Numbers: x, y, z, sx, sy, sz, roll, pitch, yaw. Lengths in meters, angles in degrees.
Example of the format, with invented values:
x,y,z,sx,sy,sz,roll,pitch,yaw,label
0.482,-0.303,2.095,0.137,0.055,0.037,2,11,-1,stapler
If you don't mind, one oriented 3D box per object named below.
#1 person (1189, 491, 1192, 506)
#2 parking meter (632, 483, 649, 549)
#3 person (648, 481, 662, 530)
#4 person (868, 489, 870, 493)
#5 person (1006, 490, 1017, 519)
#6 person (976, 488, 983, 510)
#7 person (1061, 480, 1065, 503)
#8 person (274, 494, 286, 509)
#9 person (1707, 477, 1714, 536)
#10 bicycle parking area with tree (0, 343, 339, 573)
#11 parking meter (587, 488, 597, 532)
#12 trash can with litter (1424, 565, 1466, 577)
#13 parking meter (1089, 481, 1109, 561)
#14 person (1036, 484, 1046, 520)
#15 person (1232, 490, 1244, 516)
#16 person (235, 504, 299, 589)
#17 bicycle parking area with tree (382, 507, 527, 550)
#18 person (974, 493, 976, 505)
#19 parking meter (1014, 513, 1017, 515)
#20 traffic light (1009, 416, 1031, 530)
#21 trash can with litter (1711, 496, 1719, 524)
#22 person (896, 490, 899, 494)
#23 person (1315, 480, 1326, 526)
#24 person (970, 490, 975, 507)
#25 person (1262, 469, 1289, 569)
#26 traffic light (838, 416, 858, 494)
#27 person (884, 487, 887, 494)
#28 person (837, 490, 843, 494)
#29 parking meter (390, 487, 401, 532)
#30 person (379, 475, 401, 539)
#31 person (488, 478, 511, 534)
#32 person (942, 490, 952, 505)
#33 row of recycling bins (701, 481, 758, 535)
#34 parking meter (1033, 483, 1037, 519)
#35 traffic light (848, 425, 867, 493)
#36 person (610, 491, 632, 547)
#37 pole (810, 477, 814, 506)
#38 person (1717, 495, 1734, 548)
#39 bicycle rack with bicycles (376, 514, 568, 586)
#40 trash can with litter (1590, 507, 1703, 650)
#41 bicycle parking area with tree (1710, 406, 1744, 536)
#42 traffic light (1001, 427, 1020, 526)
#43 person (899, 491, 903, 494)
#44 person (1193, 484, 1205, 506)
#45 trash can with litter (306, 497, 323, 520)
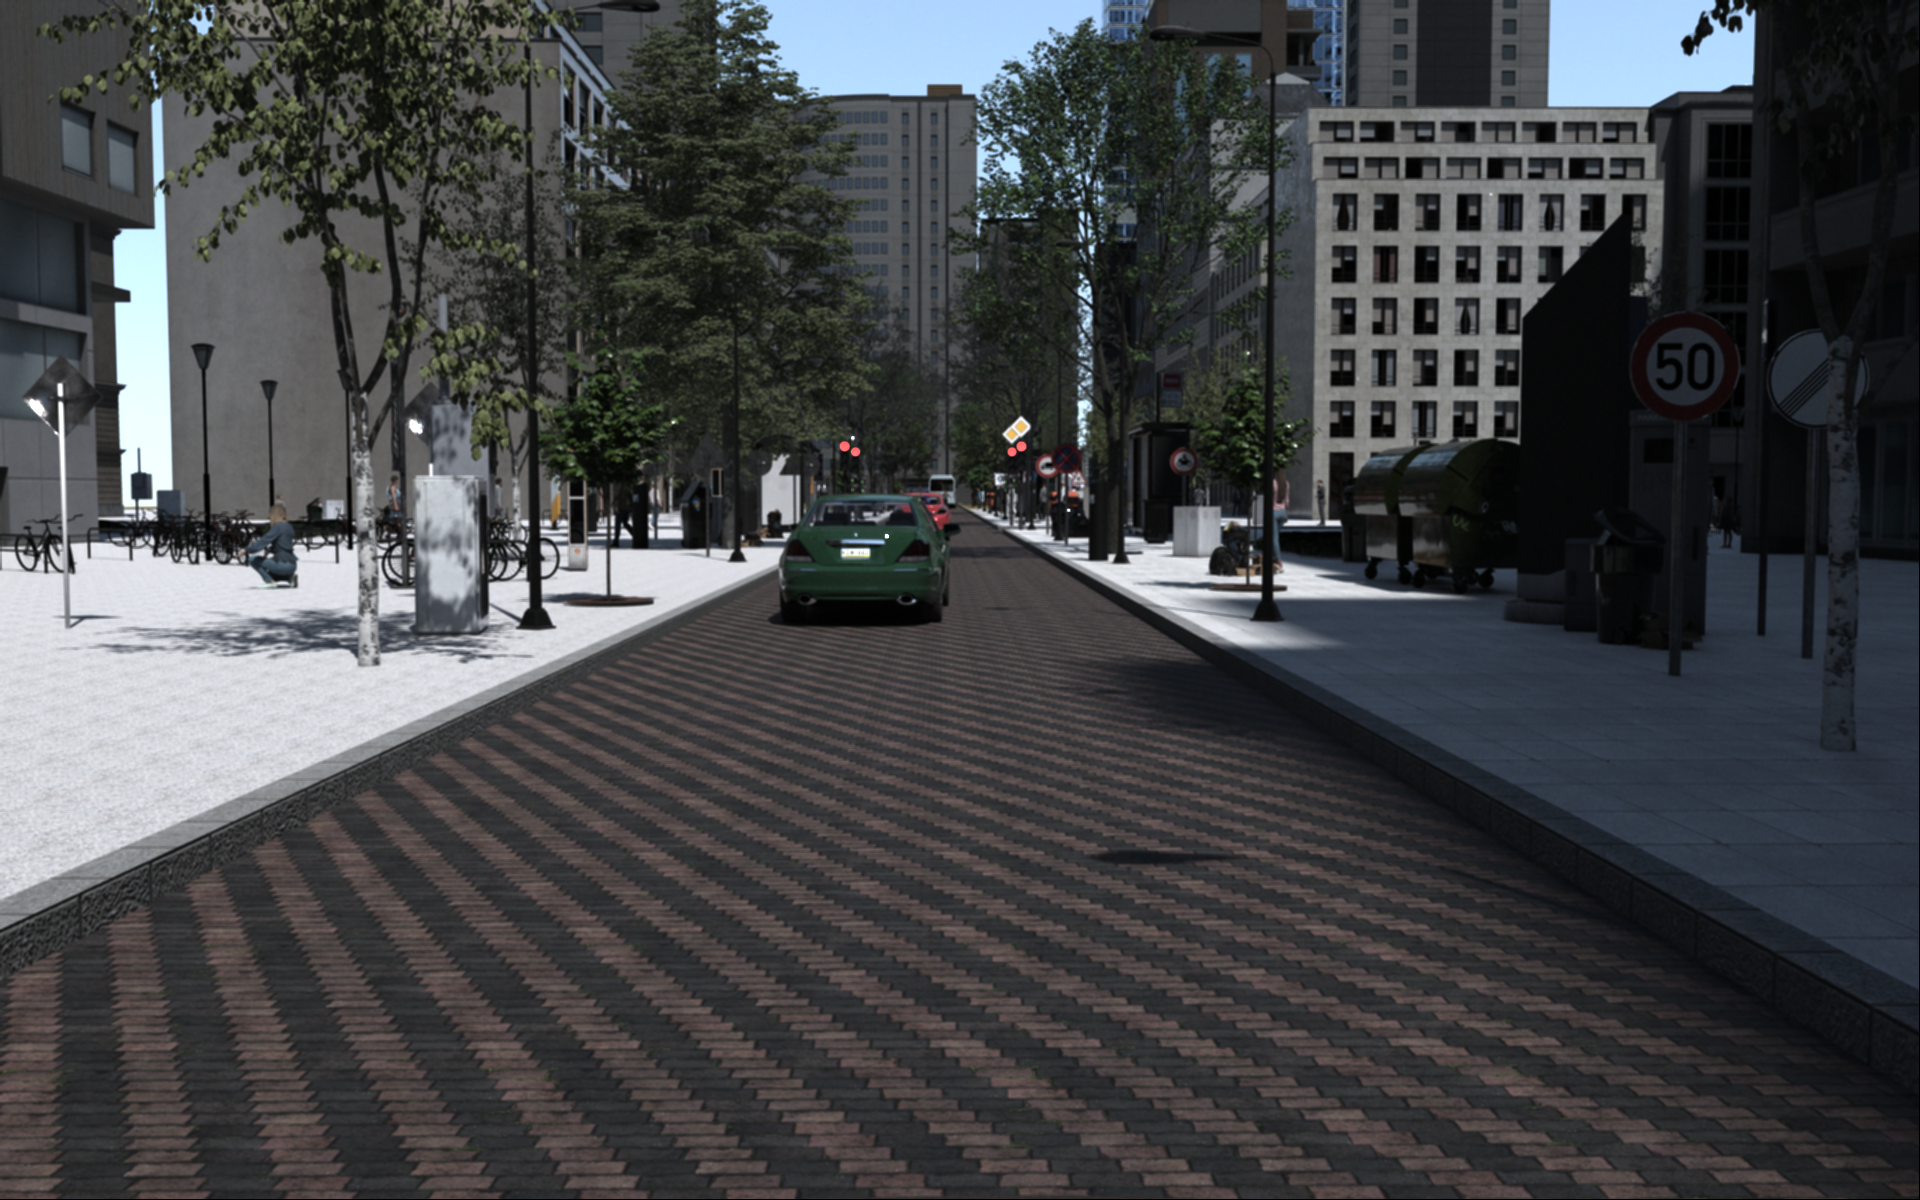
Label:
x,y,z,sx,sy,sz,roll,pitch,yaw,label
15.707,-6.957,120.146,0.694,1.780,0.624,2,4,29,person
-7.509,-1.972,40.661,0.372,1.533,0.369,0,3,0,parking meter
-10.788,-3.328,61.133,0.731,1.740,0.598,2,4,29,person
-8.485,-9.493,162.061,0.445,1.727,0.742,2,4,27,person
2.690,-5.100,89.302,0.514,1.842,0.818,-1,4,-16,person
1.589,-8.148,139.606,0.444,1.785,0.601,-3,5,-42,person
4.187,-3.917,69.965,0.818,1.842,0.514,-2,4,-26,person
-23.612,-3.043,60.074,0.475,1.303,0.640,0,4,-4,person
22.649,-2.821,52.508,0.601,1.785,0.444,-1,4,-13,person
-16.181,-2.709,31.297,8.231,4.147,9.016,-3,4,-38,bicycle parking area with tree
-12.415,-3.220,58.359,0.255,1.863,0.399,1,4,9,parking meter
7.652,-0.960,27.084,0.624,1.170,1.055,-2,4,-25,trash can with litter
2.675,-1.529,33.412,0.372,1.533,0.369,0,3,0,parking meter
4.077,-4.856,85.621,0.592,1.802,0.473,-2,4,-26,person
16.125,-5.777,100.672,0.721,1.800,0.419,1,4,9,person
-9.401,-0.730,23.477,0.738,1.151,1.012,1,4,13,person
-15.607,-3.358,41.903,9.016,4.147,8.231,-2,4,-27,bicycle parking area with tree
1.786,-12.009,205.647,0.557,1.426,1.065,-1,4,-18,person
3.503,-6.029,106.987,0.372,1.533,0.369,0,3,0,parking meter
2.170,-4.478,62.129,0.839,4.253,0.868,0,4,-1,traffic light
32.577,-3.854,74.068,2.233,1.210,1.678,1,4,20,trash can with litter
-5.741,-9.303,159.624,0.415,1.643,0.593,-2,4,-30,person
14.615,-3.941,70.286,0.447,1.846,0.655,0,4,3,person
1.191,-10.012,170.555,0.721,1.723,1.217,1,4,11,person
5.441,-1.449,29.750,0.555,1.821,0.388,-3,5,-44,person
-4.091,-4.472,62.038,0.839,4.253,0.868,0,4,-1,traffic light
-5.954,-8.184,139.719,0.748,1.841,0.638,1,4,8,person
-6.557,-5.400,94.749,0.576,1.772,0.534,0,4,7,person
-18.883,-3.033,57.996,0.372,1.533,0.369,0,3,0,parking meter
-16.007,-2.616,48.907,0.778,1.811,0.616,-1,4,-19,person
-14.892,-3.021,55.712,0.678,1.792,0.850,3,5,40,person
-1.304,-8.984,155.394,1.348,1.823,0.705,2,4,29,person
-7.542,-2.955,55.434,1.069,1.692,3.534,-3,5,-39,row of recycling bins
3.709,-5.064,88.512,0.399,1.863,0.255,-1,4,-11,parking meter
-4.186,-4.960,70.023,0.839,4.253,0.868,0,4,-1,traffic light
-8.133,-2.200,41.921,0.836,1.842,0.656,0,4,-4,person
-6.528,-5.042,76.287,0.158,3.312,0.155,0,3,0,pole
18.227,-1.868,41.251,0.362,1.253,0.373,-1,4,-15,person
-7.324,-0.741,25.505,2.925,0.926,2.852,-2,4,-33,bicycle rack with bicycles
5.850,-0.201,14.667,0.624,1.170,1.055,-1,4,-21,trash can with litter
27.956,-4.231,56.178,8.231,4.147,9.016,2,4,24,bicycle parking area with tree
2.074,-4.966,70.114,0.839,4.253,0.868,0,4,-1,traffic light
-6.520,-11.244,190.416,0.617,1.759,0.750,1,4,14,person
11.865,-4.865,85.792,0.606,1.804,0.583,1,4,15,person
-23.263,-3.080,61.747,1.055,1.170,0.624,-1,4,-21,trash can with litter
